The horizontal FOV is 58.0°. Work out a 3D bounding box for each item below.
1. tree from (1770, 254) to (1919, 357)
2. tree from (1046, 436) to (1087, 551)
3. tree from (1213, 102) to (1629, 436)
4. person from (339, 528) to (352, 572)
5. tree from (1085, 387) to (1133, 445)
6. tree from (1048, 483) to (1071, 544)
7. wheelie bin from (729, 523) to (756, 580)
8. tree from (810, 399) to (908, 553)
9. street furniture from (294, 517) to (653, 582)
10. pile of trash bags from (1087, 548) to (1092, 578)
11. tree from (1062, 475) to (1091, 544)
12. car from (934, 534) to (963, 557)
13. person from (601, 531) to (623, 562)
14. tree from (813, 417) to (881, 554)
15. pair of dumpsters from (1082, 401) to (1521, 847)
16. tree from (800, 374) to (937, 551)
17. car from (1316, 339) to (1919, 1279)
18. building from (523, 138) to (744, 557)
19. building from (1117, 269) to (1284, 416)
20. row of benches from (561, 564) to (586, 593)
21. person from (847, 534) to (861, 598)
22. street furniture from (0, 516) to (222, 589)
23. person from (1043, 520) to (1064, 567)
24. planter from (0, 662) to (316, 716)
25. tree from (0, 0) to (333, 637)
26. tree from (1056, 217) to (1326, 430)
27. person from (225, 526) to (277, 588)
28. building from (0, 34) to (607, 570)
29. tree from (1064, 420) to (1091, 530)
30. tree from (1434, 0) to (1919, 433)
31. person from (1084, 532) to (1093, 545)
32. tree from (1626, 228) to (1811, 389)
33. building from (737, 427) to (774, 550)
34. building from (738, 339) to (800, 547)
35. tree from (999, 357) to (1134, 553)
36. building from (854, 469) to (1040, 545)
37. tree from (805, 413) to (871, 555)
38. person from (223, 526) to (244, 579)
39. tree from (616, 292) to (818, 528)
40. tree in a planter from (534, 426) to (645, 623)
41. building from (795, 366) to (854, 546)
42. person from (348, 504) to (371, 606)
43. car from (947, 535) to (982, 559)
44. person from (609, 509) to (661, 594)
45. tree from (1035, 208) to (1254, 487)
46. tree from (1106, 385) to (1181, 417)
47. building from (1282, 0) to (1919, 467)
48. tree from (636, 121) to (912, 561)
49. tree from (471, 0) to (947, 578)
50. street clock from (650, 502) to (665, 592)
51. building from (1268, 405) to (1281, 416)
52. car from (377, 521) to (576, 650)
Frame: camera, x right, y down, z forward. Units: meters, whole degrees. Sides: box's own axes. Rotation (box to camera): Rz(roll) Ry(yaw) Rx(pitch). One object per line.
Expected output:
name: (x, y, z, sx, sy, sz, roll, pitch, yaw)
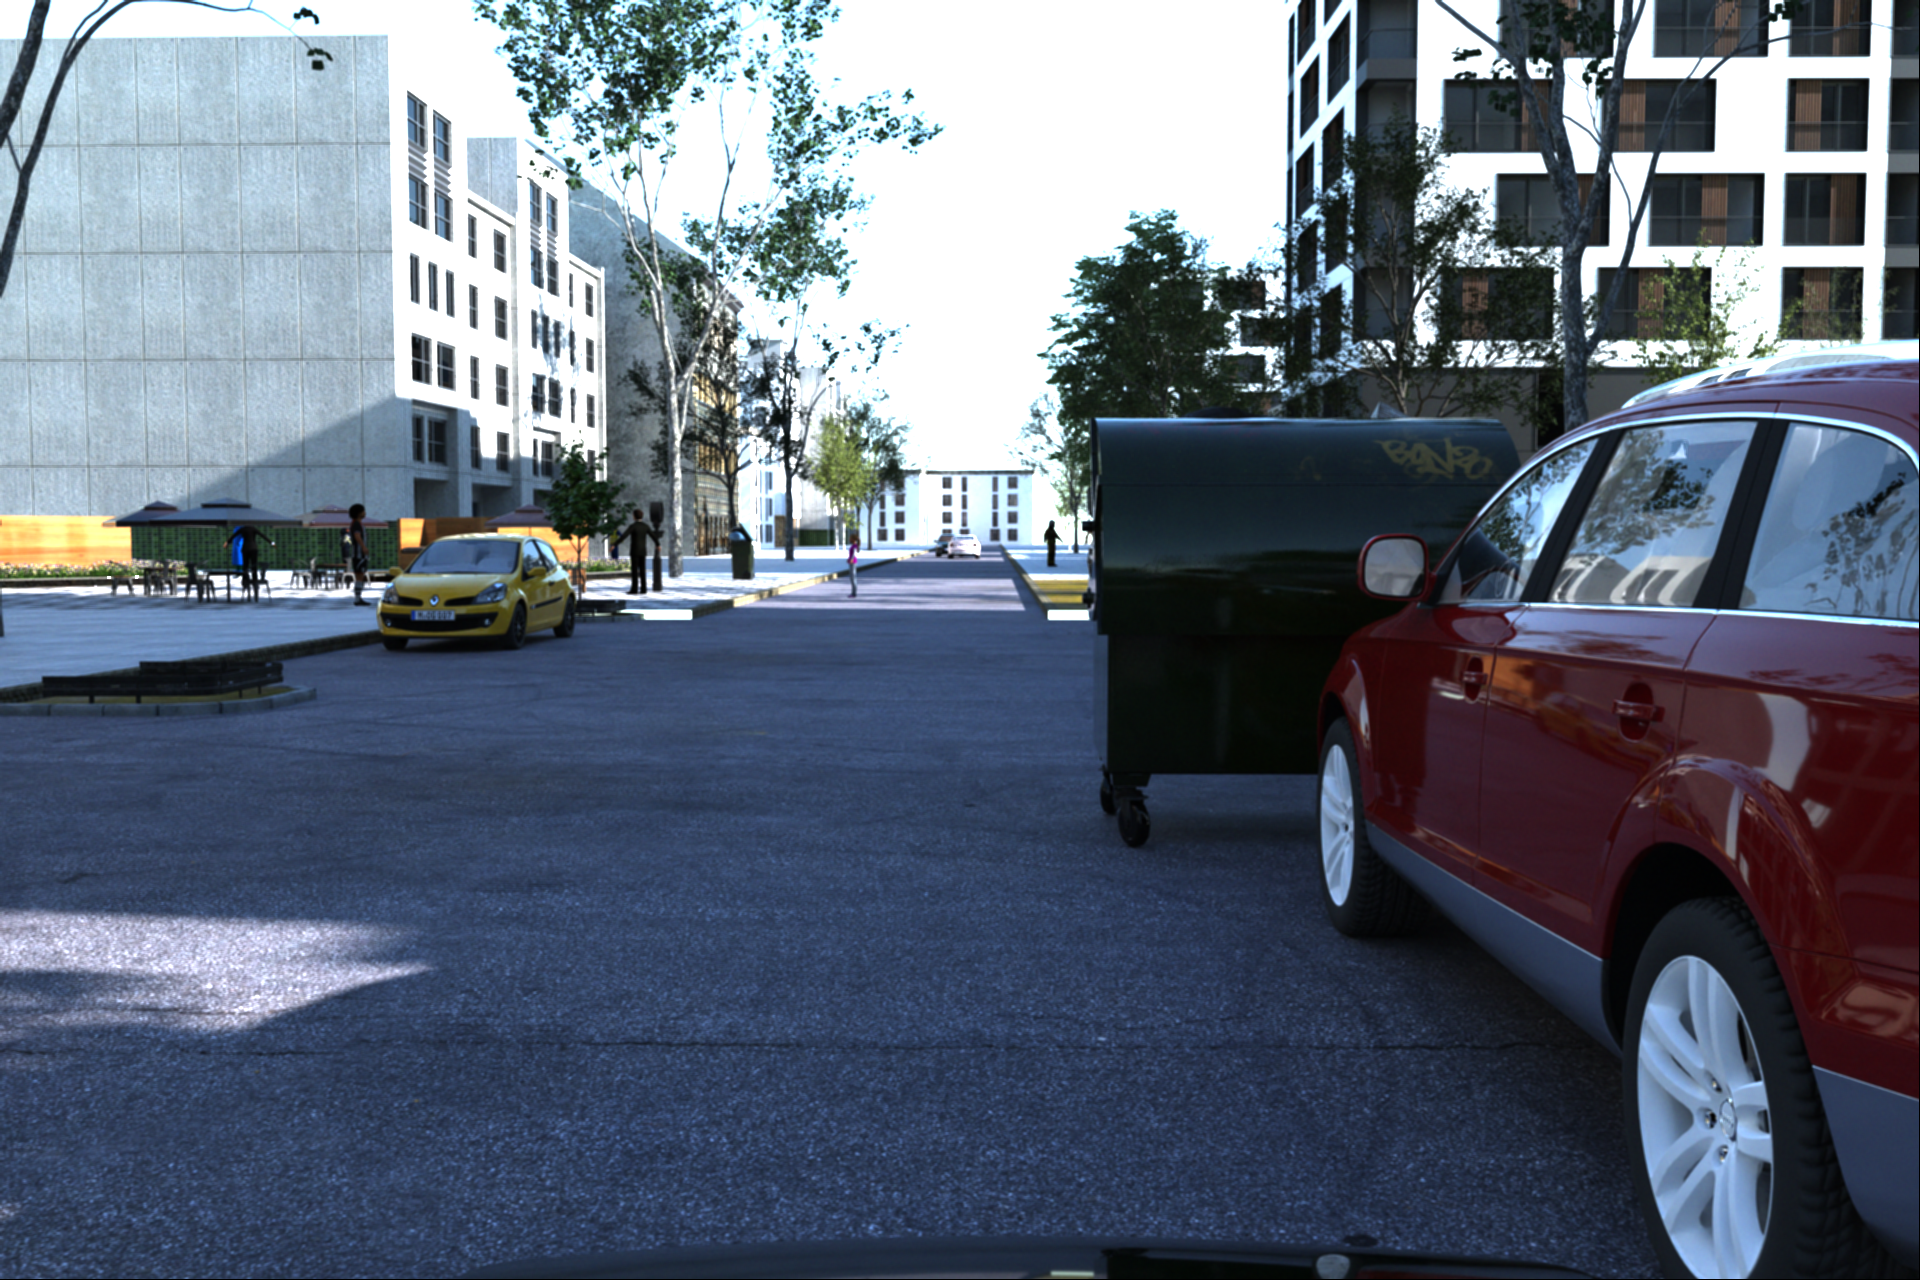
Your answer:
tree: (23.295, -5.885, 46.575, 4.360, 8.622, 3.978, 0, 3, 0)
tree: (8.256, -11.021, 130.558, 4.360, 8.622, 3.978, 0, 3, 0)
tree: (9.906, -6.268, 36.888, 8.767, 10.594, 7.601, 0, 4, -4)
person: (-18.548, -2.840, 52.205, 0.705, 1.856, 1.354, -1, 4, -22)
tree: (7.357, -8.085, 82.556, 4.360, 8.622, 3.978, 0, 3, 0)
tree: (13.649, -16.902, 226.710, 4.737, 8.622, 4.395, 0, 3, 0)
wheelie bin: (-6.163, -2.514, 49.004, 0.693, 1.594, 0.980, 0, 4, 3)
tree: (-6.767, -11.293, 119.056, 7.601, 10.594, 8.767, -3, 5, -43)
street furniture: (-12.083, -2.571, 48.882, 9.812, 1.723, 11.010, 1, 4, 17)
pile of trash bags: (3.728, -1.725, 37.951, 1.912, 1.369, 3.447, 0, 4, -1)
tree: (16.472, -17.417, 219.178, 7.601, 10.594, 8.767, 0, 4, -4)
car: (-0.630, -6.087, 109.301, 2.009, 1.686, 4.222, 0, 4, 1)
person: (-13.812, -3.819, 68.905, 1.216, 1.772, 0.721, 3, 4, 36)
tree: (-7.142, -9.746, 109.711, 4.737, 8.622, 4.395, 0, 3, 0)
pair of dumpsters: (2.807, -0.210, 8.379, 4.436, 2.255, 1.574, 0, 4, 1)
tree: (-6.923, -13.587, 132.513, 12.009, 13.543, 11.850, 0, 3, 0)
car: (2.329, 0.252, 4.555, 2.281, 1.827, 5.304, 0, 4, 1)
building: (-23.992, -16.807, 105.727, 19.493, 23.208, 18.063, 0, 4, 0)
building: (27.244, -18.722, 150.083, 27.936, 21.610, 32.646, 0, 4, 1)
row of benches: (-8.764, -1.240, 35.743, 1.422, 0.672, 4.104, 1, 4, 9)
person: (-2.476, -1.676, 39.121, 0.599, 1.433, 0.991, 0, 4, -8)
street furniture: (-22.754, -2.258, 43.768, 9.812, 1.723, 11.010, 3, 4, 38)
person: (3.650, -3.842, 68.592, 0.705, 1.858, 1.354, 3, 4, 36)
planter: (-6.606, 0.400, 14.604, 1.991, 0.319, 1.994, 0, 4, 2)
tree: (-11.079, -10.034, 19.951, 12.611, 20.169, 13.585, 0, 3, 0)
tree: (6.509, -7.090, 50.336, 8.767, 10.594, 7.601, 1, 4, 20)
person: (-16.787, -2.096, 40.989, 1.216, 1.740, 0.721, 0, 4, -2)
building: (-27.993, -12.920, 77.698, 16.747, 18.905, 31.486, 0, 4, 2)
tree: (7.342, -8.841, 94.917, 4.360, 8.622, 3.978, 0, 3, 0)
tree: (8.700, -10.309, 24.440, 12.611, 20.169, 13.585, 0, 3, 0)
person: (4.470, -3.056, 56.764, 1.217, 1.733, 0.721, -3, 5, -44)
tree: (18.419, -5.646, 42.676, 4.737, 8.622, 4.395, 0, 3, 0)
building: (-20.373, -12.649, 148.957, 9.099, 9.664, 28.070, 0, 4, 1)
building: (-22.058, -19.112, 168.900, 16.016, 20.090, 11.380, 0, 4, 1)
tree: (7.699, -12.525, 115.147, 12.009, 13.543, 11.850, 0, 3, 0)
building: (-4.216, -17.088, 223.990, 28.070, 9.664, 9.099, 1, 4, 10)
tree: (-7.421, -9.431, 104.567, 4.737, 8.622, 4.395, 0, 3, 0)
person: (-20.747, -2.672, 49.818, 1.347, 1.817, 0.704, 3, 5, 39)
tree: (-8.965, -8.112, 67.041, 7.601, 10.594, 8.767, 1, 4, 20)
tree in a planter: (-6.366, -1.937, 28.893, 1.991, 3.239, 1.994, 0, 4, 1)
building: (-21.920, -20.323, 198.739, 16.747, 18.905, 31.486, 0, 4, 2)
person: (-10.747, -1.524, 31.067, 0.704, 1.843, 1.345, -1, 4, -21)
car: (0.247, -5.467, 101.743, 2.083, 1.381, 4.827, 0, 4, 1)
person: (-6.878, -1.879, 36.907, 0.705, 1.806, 1.347, 3, 5, 42)
tree: (6.461, -8.711, 60.559, 7.486, 12.596, 7.792, 0, 3, 0)
tree: (7.468, -7.293, 69.609, 4.360, 8.622, 3.978, 0, 3, 0)
building: (26.431, -13.764, 69.009, 27.936, 21.610, 32.646, 0, 4, 1)
tree: (-8.690, -13.768, 81.000, 12.611, 20.169, 13.585, 0, 3, 0)
tree: (-7.263, -11.845, 49.552, 12.611, 20.169, 13.585, 0, 3, 0)
street clock: (-6.758, -2.083, 38.634, 0.358, 2.002, 0.471, 0, 4, 1)
building: (25.119, -9.845, 103.110, 9.099, 9.664, 28.070, 0, 4, 1)
car: (-6.278, -0.763, 22.704, 2.015, 1.641, 3.980, 0, 4, 1)
